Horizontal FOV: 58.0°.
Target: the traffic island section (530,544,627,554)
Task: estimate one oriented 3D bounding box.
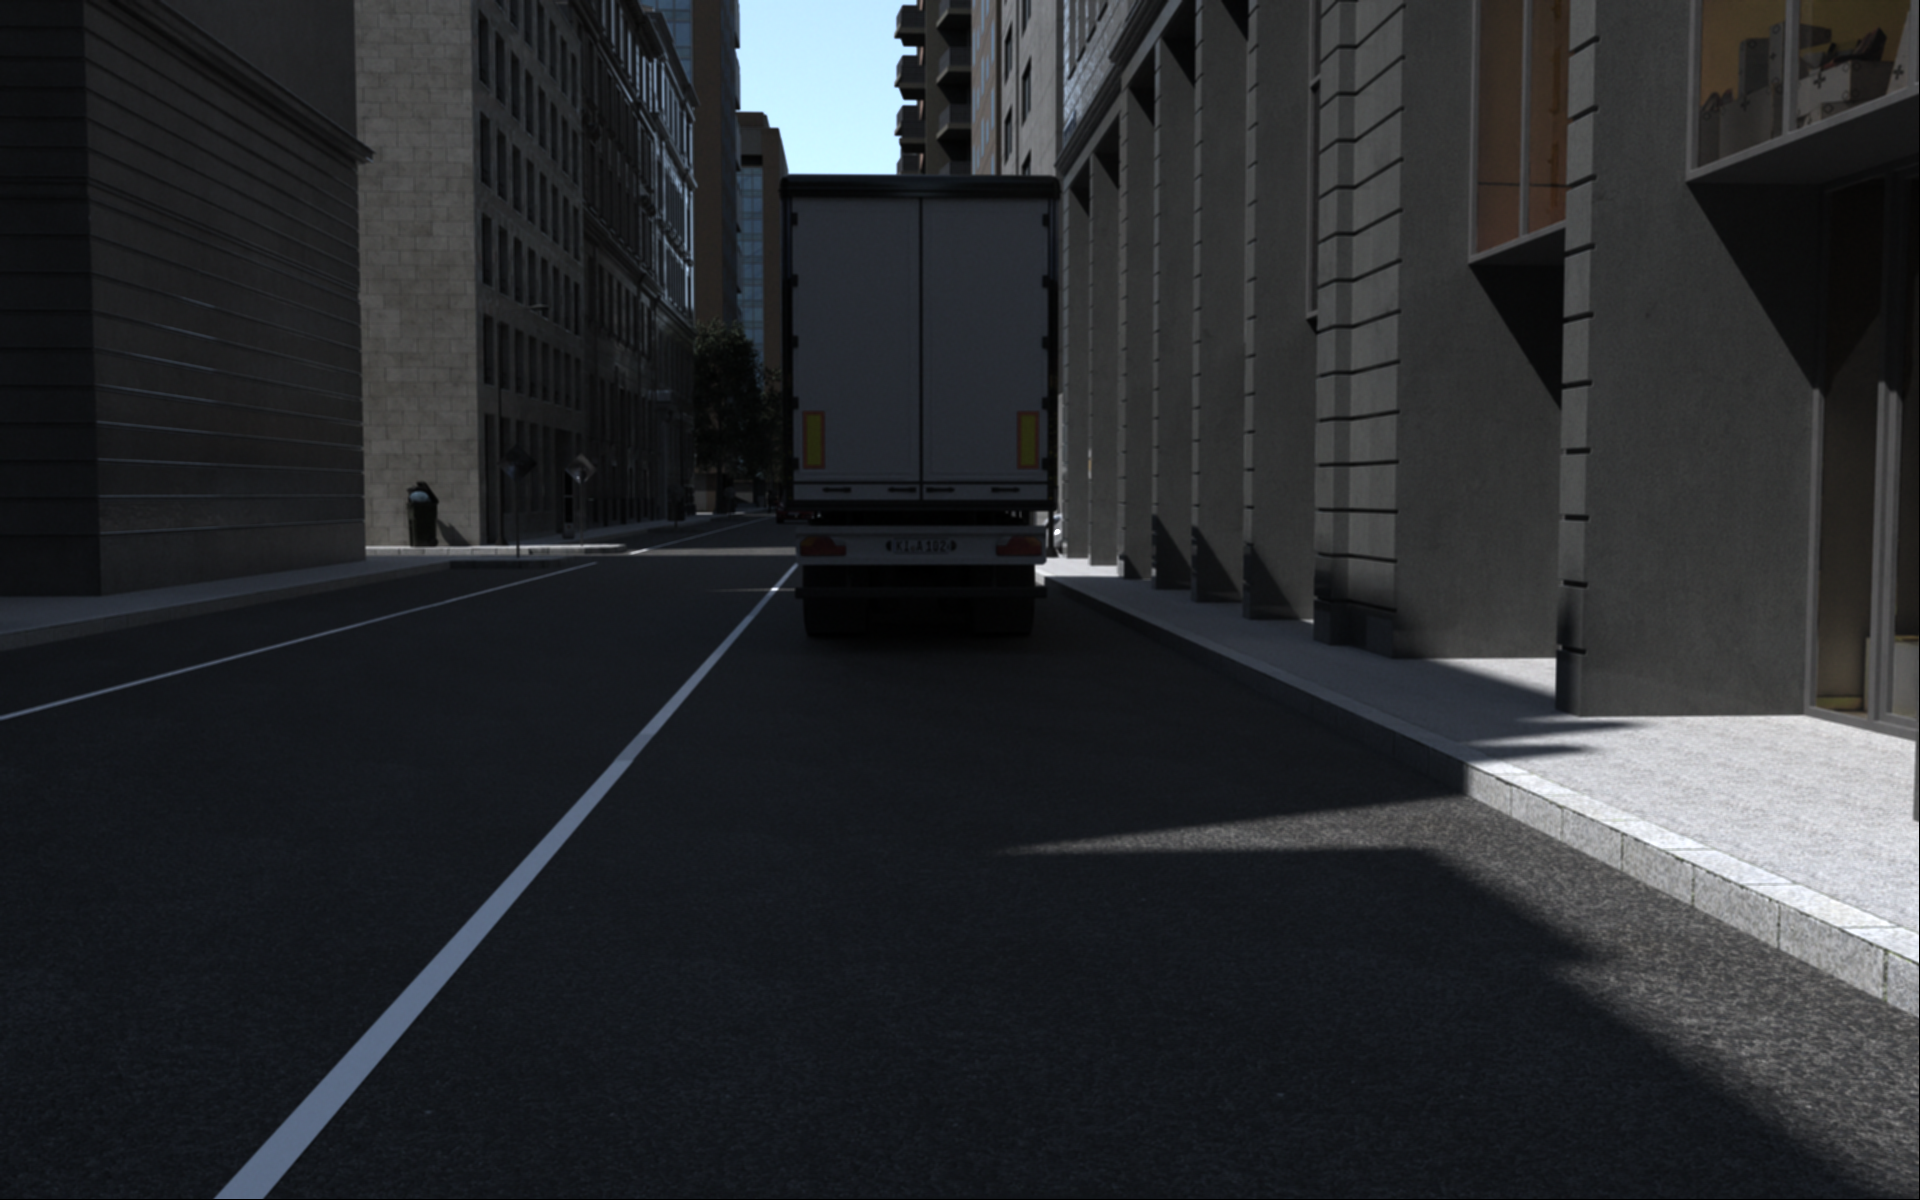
[{"bbox_3d":[-9.329,-1.245,42.630,2.009,0.180,2.903,0,4,-3],"label":"traffic island section"}]

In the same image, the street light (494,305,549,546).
[{"bbox_3d":[-10.791,-4.290,42.678,1.470,5.913,1.316,0,4,-3],"label":"street light"}]

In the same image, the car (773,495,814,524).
[{"bbox_3d":[-8.124,-4.684,85.625,2.155,1.783,4.494,0,4,-3],"label":"car"}]

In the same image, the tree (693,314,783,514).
[{"bbox_3d":[-15.377,-11.832,110.456,9.611,12.733,9.660,0,3,0],"label":"tree"}]

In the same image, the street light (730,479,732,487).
[{"bbox_3d":[-15.236,-8.971,119.211,1.470,5.913,1.316,0,4,-3],"label":"street light"}]

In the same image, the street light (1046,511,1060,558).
[{"bbox_3d":[1.297,-3.810,34.830,1.470,5.913,1.316,0,4,-3],"label":"street light"}]

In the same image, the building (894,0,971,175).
[{"bbox_3d":[7.253,-27.471,103.778,22.147,44.769,28.867,0,4,-3],"label":"building"}]

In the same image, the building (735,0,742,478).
[{"bbox_3d":[-32.323,-33.906,143.605,28.713,52.752,27.495,0,4,-3],"label":"building"}]

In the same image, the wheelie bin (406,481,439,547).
[{"bbox_3d":[-13.014,-2.079,41.892,0.693,1.594,0.980,-2,4,-32],"label":"wheelie bin"}]

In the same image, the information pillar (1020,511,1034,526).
[{"bbox_3d":[1.636,-2.317,42.369,0.304,2.012,0.304,1,4,16],"label":"information pillar"}]

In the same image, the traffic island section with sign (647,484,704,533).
[{"bbox_3d":[-10.659,-3.456,65.129,1.989,1.847,2.006,0,4,-3],"label":"traffic island section with sign"}]

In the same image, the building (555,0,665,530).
[{"bbox_3d":[-19.656,-16.744,71.028,12.463,27.353,25.104,0,4,-3],"label":"building"}]

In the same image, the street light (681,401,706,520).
[{"bbox_3d":[-13.287,-6.946,86.107,1.470,5.913,1.316,0,4,-3],"label":"street light"}]

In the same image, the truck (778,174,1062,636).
[{"bbox_3d":[-0.527,-1.952,20.827,2.839,4.237,11.283,0,4,-2],"label":"truck"}]

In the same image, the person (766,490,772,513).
[{"bbox_3d":[-14.359,-7.371,129.731,0.721,1.735,1.217,0,4,2],"label":"person"}]

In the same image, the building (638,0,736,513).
[{"bbox_3d":[-23.375,-28.954,123.508,14.600,45.320,14.200,0,4,-3],"label":"building"}]

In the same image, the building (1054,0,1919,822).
[{"bbox_3d":[8.311,-14.835,20.042,11.434,29.767,29.804,0,4,-3],"label":"building"}]

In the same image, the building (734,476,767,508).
[{"bbox_3d":[-35.629,-29.230,169.790,32.217,40.220,23.993,0,4,-3],"label":"building"}]

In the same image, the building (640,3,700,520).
[{"bbox_3d":[-21.544,-18.812,93.483,13.634,28.700,20.117,0,4,-3],"label":"building"}]

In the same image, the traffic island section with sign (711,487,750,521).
[{"bbox_3d":[-12.246,-5.124,92.405,1.989,1.847,2.006,0,4,-3],"label":"traffic island section with sign"}]

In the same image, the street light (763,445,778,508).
[{"bbox_3d":[-17.878,-11.693,163.715,1.470,5.913,1.316,0,4,-3],"label":"street light"}]

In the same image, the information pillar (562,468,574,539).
[{"bbox_3d":[-11.229,-2.759,49.609,0.304,2.012,0.304,-1,4,-20],"label":"information pillar"}]

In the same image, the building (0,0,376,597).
[{"bbox_3d":[-22.642,-11.280,26.231,24.055,21.916,13.314,0,4,-3],"label":"building"}]

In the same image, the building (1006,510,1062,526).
[{"bbox_3d":[12.206,-37.423,50.112,20.611,71.187,20.563,0,4,-3],"label":"building"}]

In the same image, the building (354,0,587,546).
[{"bbox_3d":[-17.492,-11.949,50.115,10.420,20.320,16.860,0,4,-3],"label":"building"}]

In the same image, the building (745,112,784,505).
[{"bbox_3d":[-28.108,-34.056,206.919,14.600,45.320,14.200,0,4,-3],"label":"building"}]

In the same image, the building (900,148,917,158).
[{"bbox_3d":[3.432,-36.651,218.846,23.786,49.044,30.456,0,4,-3],"label":"building"}]

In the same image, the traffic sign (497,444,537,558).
[{"bbox_3d":[-8.841,-1.893,34.598,0.795,2.450,0.064,0,4,-3],"label":"traffic sign"}]

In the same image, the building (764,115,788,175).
[{"bbox_3d":[-33.220,-36.741,224.420,21.300,48.544,21.600,0,4,-3],"label":"building"}]

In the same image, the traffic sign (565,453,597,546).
[{"bbox_3d":[-9.306,-2.381,42.569,0.795,2.450,0.064,0,4,-3],"label":"traffic sign"}]

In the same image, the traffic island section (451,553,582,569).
[{"bbox_3d":[-8.864,-0.757,34.658,2.009,0.180,2.903,0,4,-3],"label":"traffic island section"}]

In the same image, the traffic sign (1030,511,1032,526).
[{"bbox_3d":[1.437,-1.929,35.175,0.795,2.450,0.064,0,4,-3],"label":"traffic sign"}]

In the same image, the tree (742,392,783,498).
[{"bbox_3d":[-21.230,-16.791,192.655,7.486,12.596,7.792,0,3,0],"label":"tree"}]

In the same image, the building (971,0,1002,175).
[{"bbox_3d":[7.821,-25.779,71.603,14.600,45.320,14.200,0,4,-3],"label":"building"}]

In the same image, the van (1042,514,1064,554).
[{"bbox_3d":[3.802,-1.920,38.411,4.112,2.044,2.013,0,4,-2],"label":"van"}]

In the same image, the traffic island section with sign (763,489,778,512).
[{"bbox_3d":[-15.133,-8.141,141.740,1.989,1.847,2.006,0,4,-3],"label":"traffic island section with sign"}]
